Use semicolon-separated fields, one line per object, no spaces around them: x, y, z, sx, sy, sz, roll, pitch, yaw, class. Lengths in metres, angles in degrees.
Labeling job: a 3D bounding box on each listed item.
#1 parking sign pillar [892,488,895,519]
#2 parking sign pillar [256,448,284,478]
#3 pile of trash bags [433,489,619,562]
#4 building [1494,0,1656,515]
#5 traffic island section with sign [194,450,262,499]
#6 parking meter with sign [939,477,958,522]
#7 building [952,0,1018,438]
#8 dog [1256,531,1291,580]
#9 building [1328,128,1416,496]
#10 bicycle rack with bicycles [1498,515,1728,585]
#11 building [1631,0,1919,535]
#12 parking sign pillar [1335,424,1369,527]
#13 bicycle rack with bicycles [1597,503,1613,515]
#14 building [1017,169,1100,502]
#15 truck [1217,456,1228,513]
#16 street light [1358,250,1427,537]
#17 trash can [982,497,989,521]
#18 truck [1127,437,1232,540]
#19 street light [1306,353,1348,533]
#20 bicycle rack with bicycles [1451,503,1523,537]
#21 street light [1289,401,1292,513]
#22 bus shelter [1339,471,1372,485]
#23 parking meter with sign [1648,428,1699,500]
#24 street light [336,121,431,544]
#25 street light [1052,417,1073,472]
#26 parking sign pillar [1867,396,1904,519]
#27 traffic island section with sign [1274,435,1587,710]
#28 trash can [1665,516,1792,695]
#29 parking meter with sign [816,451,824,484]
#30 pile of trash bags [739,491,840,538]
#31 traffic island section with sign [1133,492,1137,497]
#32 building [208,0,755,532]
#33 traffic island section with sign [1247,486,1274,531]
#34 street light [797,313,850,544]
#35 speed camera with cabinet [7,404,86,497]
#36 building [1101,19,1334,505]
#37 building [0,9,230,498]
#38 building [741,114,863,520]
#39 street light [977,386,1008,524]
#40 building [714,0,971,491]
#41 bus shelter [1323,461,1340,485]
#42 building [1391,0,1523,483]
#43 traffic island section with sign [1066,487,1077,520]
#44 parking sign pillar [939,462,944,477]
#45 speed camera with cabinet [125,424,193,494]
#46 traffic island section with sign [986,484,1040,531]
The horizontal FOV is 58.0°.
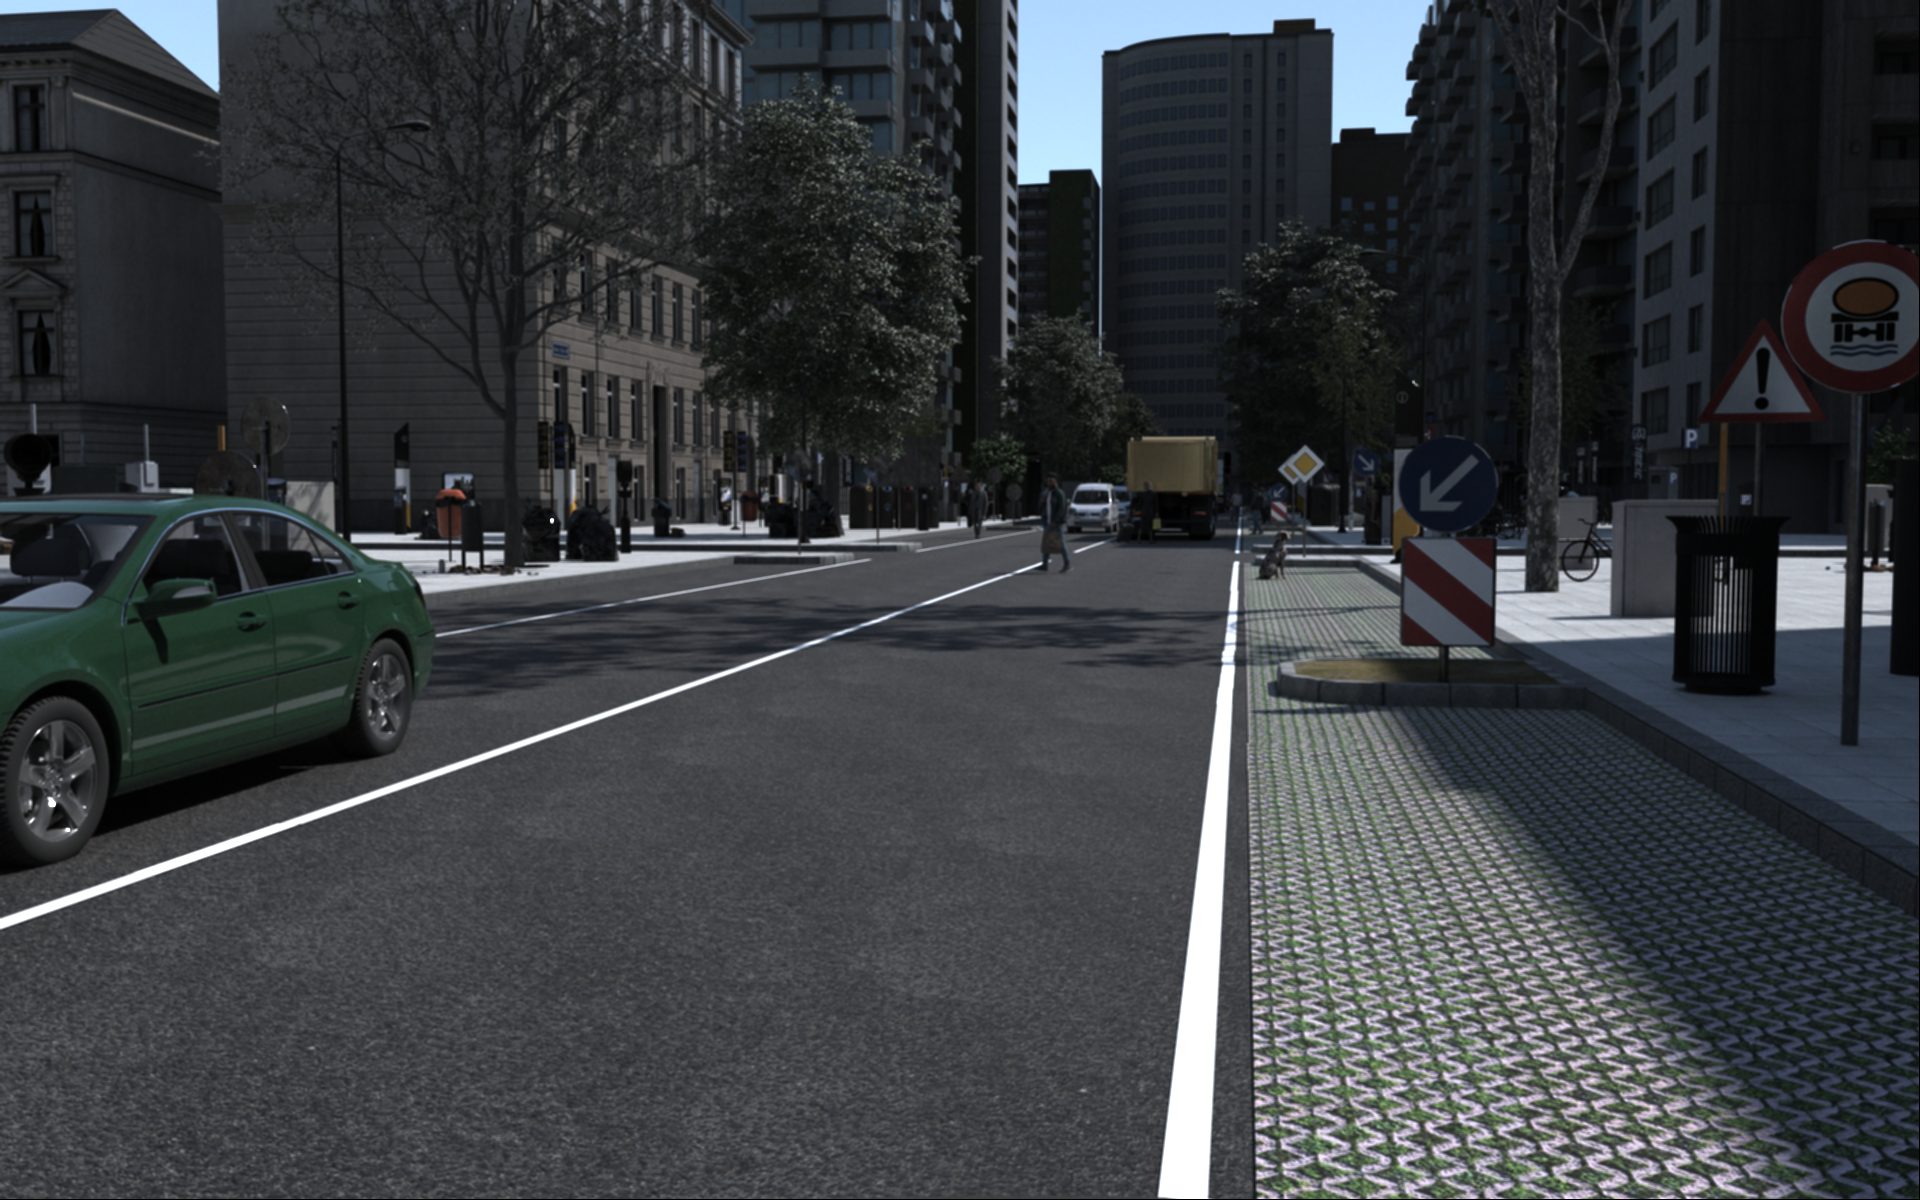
-3.160;-6.147;88.977;1.447;3.967;1.447;-1;4;-22;parking sign pillar
-20.386;-3.834;51.165;1.447;3.967;1.447;0;4;-6;parking sign pillar
-8.302;-1.435;33.210;3.447;1.369;1.912;-1;4;-11;pile of trash bags
42.819;-27.118;98.010;22.147;44.769;28.867;1;4;9;building
-6.638;-0.386;14.938;1.989;1.847;2.006;1;4;9;traffic island section with sign
-0.895;-5.070;79.161;1.738;3.016;0.543;2;4;35;parking meter with sign
-8.576;-38.805;176.454;28.212;58.520;21.231;1;4;9;building
5.133;-0.745;29.010;0.800;0.831;0.513;1;4;10;dog
52.769;-34.519;214.496;14.200;45.320;14.600;1;4;9;building
9.890;-0.703;24.871;2.925;0.926;2.852;-1;4;-21;bicycle rack with bicycles
31.278;-17.473;57.385;14.107;30.474;14.160;1;4;9;building
15.297;-4.811;67.138;1.447;3.967;1.447;-3;5;-40;parking sign pillar
26.881;-3.523;70.988;2.852;0.926;2.925;1;4;18;bicycle rack with bicycles
10.455;-32.897;221.459;14.086;41.232;14.154;1;4;9;building
19.249;-8.857;133.722;2.839;4.237;11.283;1;4;9;truck
8.274;-3.699;33.025;1.470;5.913;1.316;1;4;9;street light
1.023;-4.339;82.600;0.748;1.137;0.748;0;3;0;trash can
7.157;-3.751;57.259;3.469;3.379;9.791;1;4;10;truck
12.080;-5.171;57.093;1.470;5.913;1.316;1;4;9;street light
15.243;-2.212;49.543;2.925;0.926;2.852;2;4;34;bicycle rack with bicycles
16.857;-6.967;86.452;1.470;5.913;1.316;1;4;9;street light
20.059;-5.945;88.484;1.731;3.624;6.357;1;4;9;bus shelter
18.943;-3.081;46.643;0.543;3.016;1.738;-2;4;-27;parking meter with sign
-7.266;-3.012;21.795;1.470;5.913;1.316;1;4;9;street light
6.102;-8.036;103.925;1.470;5.913;1.316;1;4;9;street light
25.304;-3.607;47.447;1.447;3.967;1.447;-3;5;-39;parking sign pillar
3.312;-0.236;12.493;1.989;1.847;2.006;1;4;9;traffic island section with sign
4.961;0.026;11.226;0.748;1.137;0.748;0;3;0;trash can
-5.393;-4.564;70.875;0.543;3.016;1.738;1;4;11;parking meter with sign
-5.193;-2.553;51.488;3.447;1.369;1.912;2;4;33;pile of trash bags
14.575;-8.343;145.032;1.989;1.847;2.006;1;4;9;traffic island section with sign
-17.633;-16.685;70.058;12.463;27.353;25.104;1;4;9;building
12.247;-3.585;67.236;1.989;1.847;2.006;1;4;9;traffic island section with sign
-3.498;-4.407;44.589;1.470;5.913;1.316;1;4;9;street light
-20.245;-2.717;38.752;0.660;3.252;2.038;1;4;21;speed camera with cabinet
32.338;-41.502;220.559;28.212;58.520;21.231;1;4;9;building
-38.474;-12.283;65.458;19.286;19.102;10.561;1;4;9;building
-14.315;-15.458;94.541;13.314;21.916;24.055;1;4;9;building
1.355;-6.237;74.509;1.470;5.913;1.316;1;4;9;street light
-12.166;-31.663;137.297;23.786;49.044;30.456;1;4;9;building
23.453;-7.028;108.829;2.014;3.302;5.546;1;4;9;bus shelter
53.478;-33.147;161.567;23.786;49.044;30.456;1;4;9;building
6.491;-5.310;95.448;1.989;1.847;2.006;1;4;9;traffic island section with sign
-1.661;-7.167;105.653;1.447;3.967;1.447;0;4;-4;parking sign pillar
-23.077;-3.402;49.959;0.660;3.252;2.038;1;4;18;speed camera with cabinet
2.153;-3.683;68.843;1.989;1.847;2.006;1;4;9;traffic island section with sign
